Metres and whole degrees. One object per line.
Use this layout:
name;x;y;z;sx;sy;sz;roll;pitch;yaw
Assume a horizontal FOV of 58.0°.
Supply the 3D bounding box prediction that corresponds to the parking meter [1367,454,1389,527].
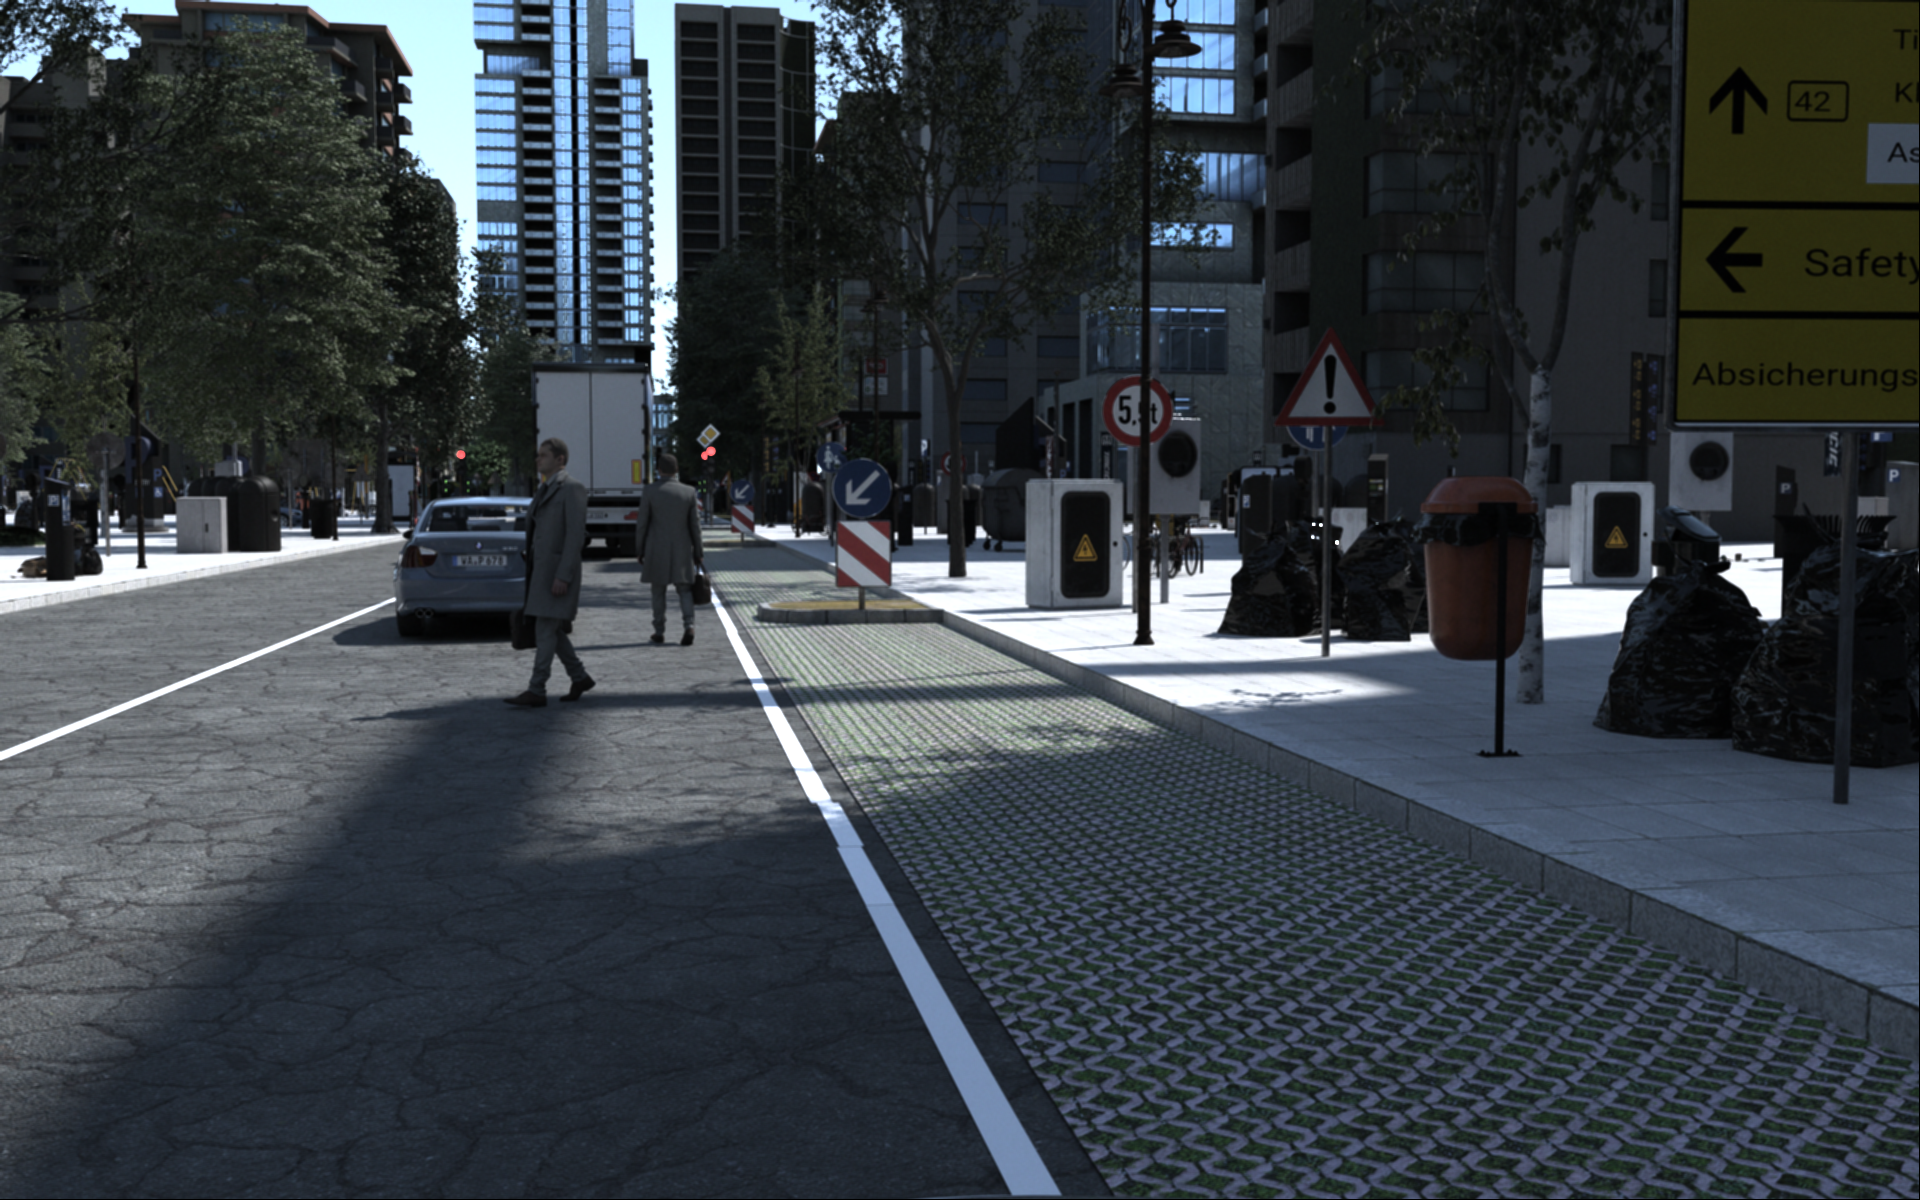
parking meter;6.054;-1.188;25.132;0.255;1.863;0.399;1;4;21

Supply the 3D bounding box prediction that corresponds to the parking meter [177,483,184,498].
parking meter;-41.206;-5.256;91.652;0.399;1.863;0.255;-2;4;-26

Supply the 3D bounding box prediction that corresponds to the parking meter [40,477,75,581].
parking meter;-13.363;-1.057;25.690;0.372;1.533;0.369;0;3;0

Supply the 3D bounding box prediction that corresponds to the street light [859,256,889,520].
street light;-1.587;-3.674;32.861;0.468;5.910;1.993;-1;4;-10

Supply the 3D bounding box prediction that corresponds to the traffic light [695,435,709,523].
traffic light;-11.313;-5.379;76.868;0.839;4.253;0.868;-1;4;-10

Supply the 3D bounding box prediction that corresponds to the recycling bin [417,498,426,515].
recycling bin;-32.911;-5.684;105.482;0.722;1.027;0.722;-1;4;-10

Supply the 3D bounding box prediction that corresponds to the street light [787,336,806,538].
street light;-4.787;-4.779;50.917;0.468;5.910;1.993;-1;4;-10

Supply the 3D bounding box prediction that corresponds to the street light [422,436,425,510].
street light;-20.639;-5.735;66.558;0.468;5.910;1.993;-1;4;-10

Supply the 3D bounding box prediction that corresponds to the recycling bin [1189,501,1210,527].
recycling bin;9.288;-3.353;67.373;0.722;1.027;0.722;0;4;-5

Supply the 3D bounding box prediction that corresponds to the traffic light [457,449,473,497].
traffic light;-21.567;-5.269;75.070;0.839;4.253;0.868;-1;4;-10

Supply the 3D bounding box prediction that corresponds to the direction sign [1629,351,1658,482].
direction sign;10.982;-2.194;27.871;0.876;3.537;0.379;-3;5;-43

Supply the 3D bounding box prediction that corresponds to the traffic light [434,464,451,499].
traffic light;-20.195;-4.788;67.203;0.839;4.253;0.868;-1;4;-10

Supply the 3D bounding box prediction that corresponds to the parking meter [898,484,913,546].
parking meter;-1.361;-2.119;43.055;0.372;1.533;0.369;0;3;0

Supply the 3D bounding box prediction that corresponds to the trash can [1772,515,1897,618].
trash can;5.849;0.001;11.630;0.748;1.137;0.748;0;3;0

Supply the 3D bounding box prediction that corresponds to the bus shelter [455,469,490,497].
bus shelter;-28.717;-6.821;102.802;1.731;3.624;6.357;-1;4;-10

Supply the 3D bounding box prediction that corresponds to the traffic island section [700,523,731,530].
traffic island section;-11.272;-3.346;76.989;2.009;0.180;2.903;-1;4;-10

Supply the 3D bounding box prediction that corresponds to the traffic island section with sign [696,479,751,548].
traffic island section with sign;-6.044;-2.345;46.965;1.989;1.847;2.006;-1;4;-10

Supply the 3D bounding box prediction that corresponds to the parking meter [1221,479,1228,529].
parking meter;9.744;-3.520;63.262;0.399;1.863;0.255;1;4;23

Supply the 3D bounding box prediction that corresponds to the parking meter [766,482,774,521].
parking meter;-8.859;-4.609;81.075;0.399;1.863;0.255;3;5;39

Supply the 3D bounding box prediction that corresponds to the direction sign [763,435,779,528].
direction sign;-7.231;-4.543;66.276;0.379;3.537;0.876;3;4;36

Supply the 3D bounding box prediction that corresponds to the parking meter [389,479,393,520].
parking meter;-22.017;-3.726;66.632;0.255;1.863;0.399;0;4;2

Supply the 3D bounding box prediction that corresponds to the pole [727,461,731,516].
pole;-13.581;-6.605;101.834;0.158;3.312;0.155;0;3;0

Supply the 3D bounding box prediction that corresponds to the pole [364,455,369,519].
pole;-30.647;-5.845;89.413;0.158;3.312;0.155;0;3;0

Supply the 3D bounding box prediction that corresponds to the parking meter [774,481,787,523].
parking meter;-7.901;-4.347;76.780;0.399;1.863;0.255;2;4;35

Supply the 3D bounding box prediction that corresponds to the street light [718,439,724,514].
street light;-15.673;-8.604;113.460;0.468;5.910;1.993;-1;4;-10

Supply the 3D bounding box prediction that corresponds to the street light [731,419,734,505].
street light;-12.459;-7.461;94.775;0.468;5.910;1.993;-1;4;-10

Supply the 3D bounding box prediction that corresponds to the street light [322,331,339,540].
street light;-17.314;-4.590;47.842;0.468;5.910;1.993;-1;4;-10

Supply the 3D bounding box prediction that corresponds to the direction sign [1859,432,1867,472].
direction sign;32.046;-4.287;62.096;0.876;3.537;0.379;0;4;-4

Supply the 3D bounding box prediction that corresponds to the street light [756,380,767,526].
street light;-7.857;-5.884;68.995;0.468;5.910;1.993;-1;4;-10

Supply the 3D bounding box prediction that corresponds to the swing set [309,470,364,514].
swing set;-40.288;-6.959;111.407;3.119;2.851;2.862;-2;4;-35

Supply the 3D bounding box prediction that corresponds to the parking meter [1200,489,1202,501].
parking meter;11.701;-4.685;85.012;0.372;1.533;0.369;0;3;0

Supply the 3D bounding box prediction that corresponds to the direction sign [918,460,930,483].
direction sign;-2.403;-7.521;114.970;0.876;3.537;0.379;0;4;5

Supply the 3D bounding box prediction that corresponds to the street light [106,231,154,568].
street light;-14.152;-3.486;29.780;0.468;5.910;1.993;-1;4;-10

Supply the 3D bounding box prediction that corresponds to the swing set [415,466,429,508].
swing set;-31.322;-6.174;98.559;2.862;2.851;3.119;-2;4;-35

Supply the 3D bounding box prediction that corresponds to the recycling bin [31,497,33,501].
recycling bin;-70.117;-7.223;130.649;0.722;1.027;0.722;-1;4;-11

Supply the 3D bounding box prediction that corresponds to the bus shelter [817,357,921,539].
bus shelter;-2.716;-4.294;47.842;2.179;5.291;8.768;-1;4;-10

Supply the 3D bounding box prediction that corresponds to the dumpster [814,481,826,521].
dumpster;-6.397;-4.413;77.908;1.264;1.857;1.865;-1;4;-10

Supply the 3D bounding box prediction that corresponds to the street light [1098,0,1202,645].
street light;1.569;-2.558;14.604;0.468;5.910;1.993;-1;4;-10

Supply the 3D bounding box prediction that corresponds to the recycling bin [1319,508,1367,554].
recycling bin;7.068;-1.180;31.846;0.722;1.027;0.722;-2;4;-28

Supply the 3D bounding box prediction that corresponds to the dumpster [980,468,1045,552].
dumpster;1.235;-2.036;39.050;1.264;1.857;1.865;-1;4;-10

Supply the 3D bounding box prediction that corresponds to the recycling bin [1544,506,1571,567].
recycling bin;10.703;-1.105;30.616;0.722;1.027;0.722;2;4;25

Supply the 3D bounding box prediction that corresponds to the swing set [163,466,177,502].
swing set;-44.756;-6.070;96.866;2.862;2.851;3.119;-2;4;-32

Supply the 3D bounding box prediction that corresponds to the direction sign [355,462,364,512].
direction sign;-42.315;-7.978;122.436;0.379;3.537;0.876;3;4;36

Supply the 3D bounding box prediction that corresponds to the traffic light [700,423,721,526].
traffic light;-9.941;-4.898;69.001;0.839;4.253;0.868;-1;4;-10

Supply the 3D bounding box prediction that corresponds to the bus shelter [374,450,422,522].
bus shelter;-26.568;-5.449;83.021;2.014;3.302;5.546;-1;4;-10

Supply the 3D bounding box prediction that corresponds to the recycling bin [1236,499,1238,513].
recycling bin;12.893;-4.254;82.100;0.722;1.027;0.722;2;4;23

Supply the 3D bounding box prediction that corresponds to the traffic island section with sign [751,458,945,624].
traffic island section with sign;-1.313;-0.690;19.902;1.989;1.847;2.006;-1;4;-10

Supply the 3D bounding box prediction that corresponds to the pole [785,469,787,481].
pole;-10.239;-6.614;101.987;0.158;3.312;0.155;0;3;0

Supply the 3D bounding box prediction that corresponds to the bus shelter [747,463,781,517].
bus shelter;-10.826;-6.221;95.630;2.014;3.302;5.546;-1;4;-10

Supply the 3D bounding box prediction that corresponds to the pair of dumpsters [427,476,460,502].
pair of dumpsters;-26.499;-5.314;89.376;1.574;2.255;4.437;-1;4;-10

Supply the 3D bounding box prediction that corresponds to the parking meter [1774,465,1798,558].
parking meter;16.600;-1.779;34.804;0.399;1.863;0.255;2;4;28

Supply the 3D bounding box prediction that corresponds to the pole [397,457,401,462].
pole;-28.160;-5.701;87.061;0.158;3.312;0.155;0;3;0

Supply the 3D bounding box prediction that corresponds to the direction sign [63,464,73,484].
direction sign;-70.082;-8.832;136.400;0.379;3.537;0.876;0;4;4

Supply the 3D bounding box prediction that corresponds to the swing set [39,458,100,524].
swing set;-39.087;-4.787;75.892;2.862;2.851;3.119;-1;4;-18

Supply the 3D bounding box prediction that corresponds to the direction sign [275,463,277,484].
direction sign;-49.582;-8.174;125.642;0.379;3.537;0.876;-2;4;-27

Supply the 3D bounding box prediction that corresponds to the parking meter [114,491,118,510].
parking meter;-68.662;-8.114;141.066;0.372;1.533;0.369;0;3;0

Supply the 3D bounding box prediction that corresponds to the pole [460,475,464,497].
pole;-21.841;-5.019;75.909;0.158;3.312;0.155;0;3;0

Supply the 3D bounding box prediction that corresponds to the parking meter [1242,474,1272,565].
parking meter;3.854;-0.860;22.478;0.372;1.533;0.369;0;3;0
